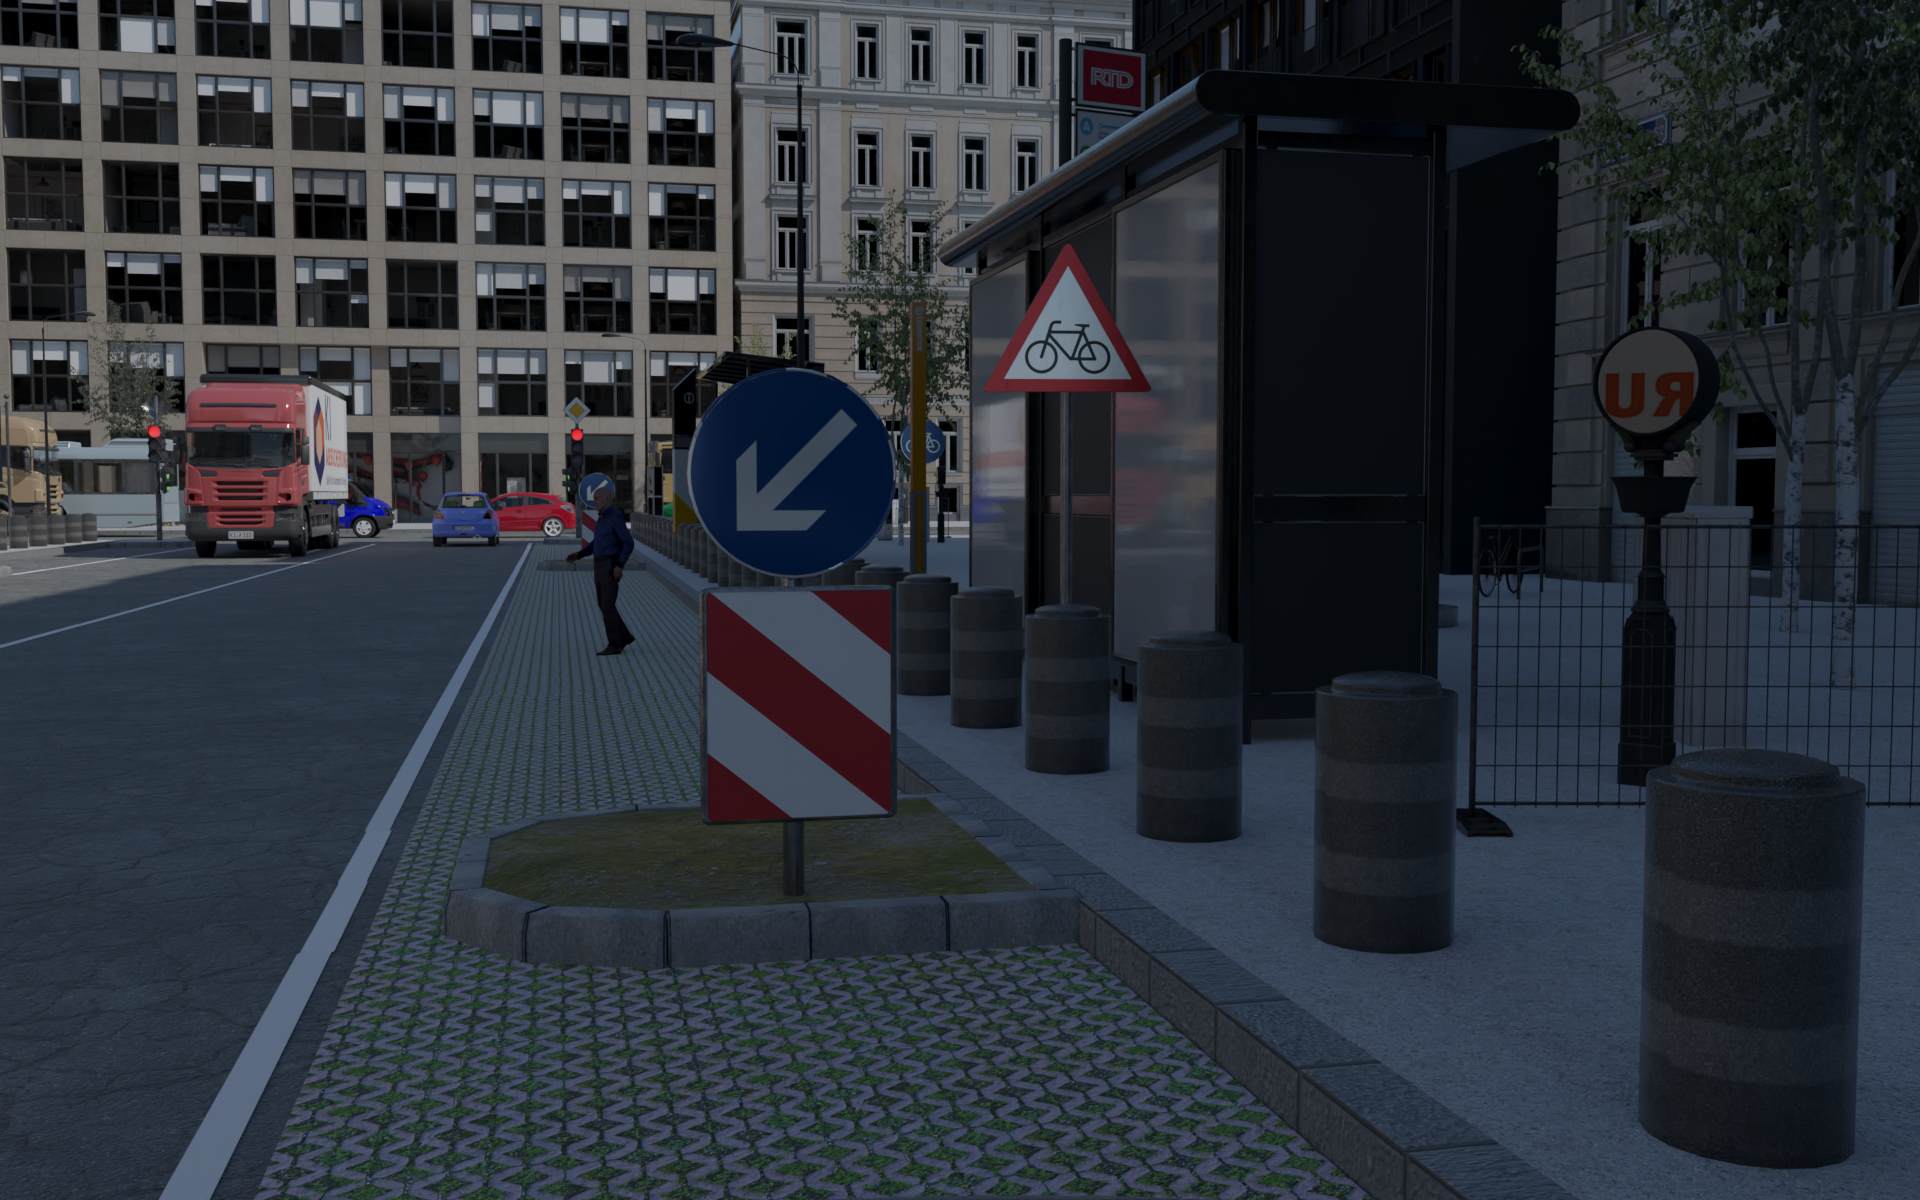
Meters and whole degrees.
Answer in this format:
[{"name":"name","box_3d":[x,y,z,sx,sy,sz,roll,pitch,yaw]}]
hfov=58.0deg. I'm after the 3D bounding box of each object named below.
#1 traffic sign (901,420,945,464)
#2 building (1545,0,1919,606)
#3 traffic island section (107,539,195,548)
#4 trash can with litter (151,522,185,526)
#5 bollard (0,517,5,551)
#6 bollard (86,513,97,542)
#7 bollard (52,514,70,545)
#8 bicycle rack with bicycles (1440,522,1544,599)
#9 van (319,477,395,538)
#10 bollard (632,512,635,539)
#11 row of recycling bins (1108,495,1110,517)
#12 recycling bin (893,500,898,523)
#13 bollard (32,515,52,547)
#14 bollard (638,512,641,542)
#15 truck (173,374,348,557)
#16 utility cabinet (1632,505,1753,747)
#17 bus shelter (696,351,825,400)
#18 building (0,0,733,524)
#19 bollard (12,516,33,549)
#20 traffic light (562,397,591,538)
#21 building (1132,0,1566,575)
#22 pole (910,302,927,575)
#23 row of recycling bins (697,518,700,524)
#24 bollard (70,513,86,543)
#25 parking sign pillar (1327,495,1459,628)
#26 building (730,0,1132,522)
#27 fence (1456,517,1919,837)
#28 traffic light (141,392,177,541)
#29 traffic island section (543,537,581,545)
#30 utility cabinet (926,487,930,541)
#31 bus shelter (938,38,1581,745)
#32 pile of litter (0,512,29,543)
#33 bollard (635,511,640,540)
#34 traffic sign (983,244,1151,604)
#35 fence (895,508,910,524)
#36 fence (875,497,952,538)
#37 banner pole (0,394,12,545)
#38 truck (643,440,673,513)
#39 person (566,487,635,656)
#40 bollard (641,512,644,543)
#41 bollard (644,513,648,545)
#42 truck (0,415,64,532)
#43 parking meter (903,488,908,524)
[{"name":"traffic sign","box_3d":[-0.642,-1.815,29.776,0.768,2.556,0.104,-1,4,-8]},{"name":"building","box_3d":[17.162,-13.323,15.087,12.463,27.353,25.104,-1,4,-13]},{"name":"traffic island section","box_3d":[-22.034,-1.552,47.648,2.009,0.180,2.903,-1,4,-13]},{"name":"trash can with litter","box_3d":[-31.614,-3.579,69.581,1.678,1.210,2.233,0,4,-7]},{"name":"bollard","box_3d":[-21.834,-1.502,39.269,0.404,0.777,0.398,0,3,0]},{"name":"bollard","box_3d":[-23.627,-1.973,46.969,0.404,0.777,0.398,0,3,0]},{"name":"bollard","box_3d":[-22.908,-1.784,43.883,0.404,0.777,0.398,0,3,0]},{"name":"bicycle rack with bicycles","box_3d":[6.230,-0.538,22.173,2.852,0.926,2.925,2,4,28]},{"name":"van","box_3d":[-21.229,-3.193,56.584,5.245,2.365,2.240,-1,4,-12]},{"name":"bollard","box_3d":[-8.840,-2.050,48.226,0.404,0.777,0.398,0,3,0]},{"name":"row of recycling bins","box_3d":[9.214,-6.177,108.108,1.069,1.692,3.534,0,4,-5]},{"name":"recycling bin","box_3d":[-3.187,-4.002,77.991,0.722,1.027,0.722,2,4,26]},{"name":"bollard","box_3d":[-22.549,-1.690,42.345,0.404,0.777,0.398,0,3,0]},{"name":"bollard","box_3d":[-8.121,-1.861,45.150,0.404,0.777,0.398,0,3,0]},{"name":"truck","box_3d":[-17.019,-3.299,42.859,2.839,4.237,11.283,-1,4,-14]},{"name":"utility cabinet","box_3d":[3.883,0.116,9.271,0.306,1.237,1.020,0,4,5]},{"name":"bus shelter","box_3d":[-3.700,-2.470,31.674,1.731,3.624,6.357,-1,4,-13]},{"name":"building","box_3d":[-28.922,-17.024,82.852,34.151,26.468,19.350,-1,4,-13]},{"name":"bollard","box_3d":[-22.190,-1.596,40.807,0.404,0.777,0.398,0,3,0]},{"name":"traffic light","box_3d":[-11.076,-3.740,50.071,0.839,4.253,0.868,-1,4,-13]},{"name":"building","box_3d":[11.950,-12.603,35.733,12.332,23.373,15.834,-1,4,-13]},{"name":"pole","box_3d":[-0.447,-1.509,18.523,0.158,3.312,0.155,0,3,0]},{"name":"row of recycling bins","box_3d":[-5.108,-1.948,38.963,1.069,1.692,3.534,1,4,10]},{"name":"bollard","box_3d":[-23.265,-1.878,45.420,0.404,0.777,0.398,0,3,0]},{"name":"parking sign pillar","box_3d":[4.178,-1.745,17.008,1.447,3.967,1.447,-3,5,-41]},{"name":"building","box_3d":[-1.912,-18.380,86.422,20.117,28.700,13.634,-1,4,-13]},{"name":"fence","box_3d":[3.029,0.277,6.666,2.264,1.192,0.480,0,4,0]},{"name":"traffic light","box_3d":[-21.993,-3.584,47.523,0.839,4.253,0.868,-1,4,-13]},{"name":"traffic island section","box_3d":[-11.035,-1.707,50.195,2.009,0.180,2.903,-1,4,-13]},{"name":"utility cabinet","box_3d":[-1.000,-2.343,46.993,0.318,1.500,1.173,0,4,-6]},{"name":"bus shelter","box_3d":[1.234,-2.165,13.029,2.179,5.291,8.768,-1,4,-13]},{"name":"pile of litter","box_3d":[-24.896,-1.917,45.311,1.719,0.858,1.176,-3,4,-36]},{"name":"bollard","box_3d":[-8.481,-1.956,46.689,0.404,0.777,0.398,0,3,0]},{"name":"traffic sign","box_3d":[0.558,-0.557,9.106,0.884,2.594,0.081,0,4,-6]},{"name":"fence","box_3d":[-2.098,-3.538,73.228,0.278,0.683,2.069,-3,5,-42]},{"name":"fence","box_3d":[-1.388,-2.437,51.042,2.264,1.192,0.480,0,4,2]},{"name":"banner pole","box_3d":[-23.933,-3.251,43.174,0.401,3.779,0.863,2,4,27]},{"name":"truck","box_3d":[-7.376,-4.099,62.940,9.791,3.379,3.469,-1,4,-14]},{"name":"person","box_3d":[-3.199,-0.258,15.412,0.600,1.496,0.574,-1,4,-11]},{"name":"bollard","box_3d":[-7.763,-1.767,43.600,0.404,0.777,0.398,0,3,0]},{"name":"bollard","box_3d":[-7.401,-1.672,42.053,0.404,0.777,0.398,0,3,0]},{"name":"truck","box_3d":[-33.158,-3.924,53.068,11.283,4.237,2.839,-1,4,-12]},{"name":"parking meter","box_3d":[-2.437,-4.075,75.044,0.372,1.533,0.369,0,3,0]}]
